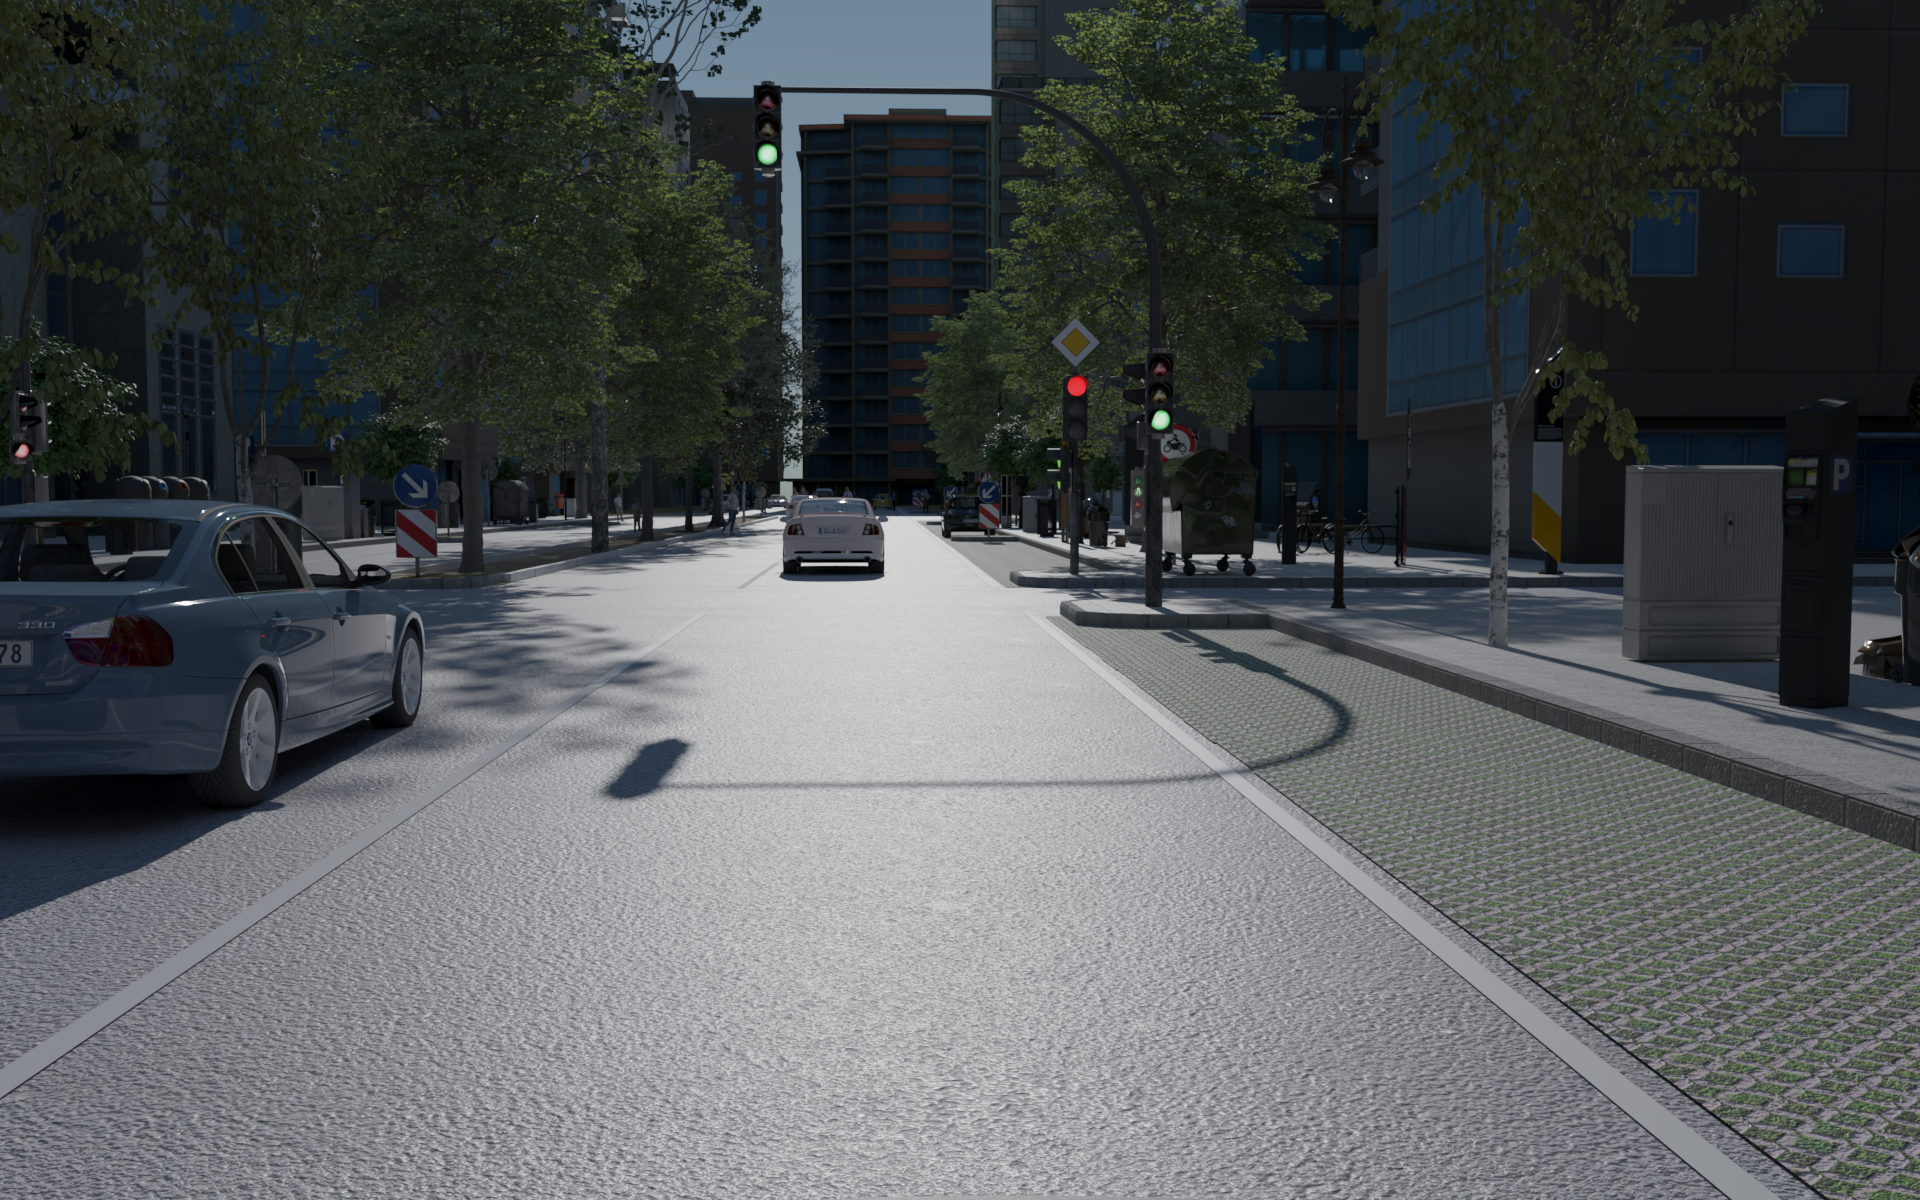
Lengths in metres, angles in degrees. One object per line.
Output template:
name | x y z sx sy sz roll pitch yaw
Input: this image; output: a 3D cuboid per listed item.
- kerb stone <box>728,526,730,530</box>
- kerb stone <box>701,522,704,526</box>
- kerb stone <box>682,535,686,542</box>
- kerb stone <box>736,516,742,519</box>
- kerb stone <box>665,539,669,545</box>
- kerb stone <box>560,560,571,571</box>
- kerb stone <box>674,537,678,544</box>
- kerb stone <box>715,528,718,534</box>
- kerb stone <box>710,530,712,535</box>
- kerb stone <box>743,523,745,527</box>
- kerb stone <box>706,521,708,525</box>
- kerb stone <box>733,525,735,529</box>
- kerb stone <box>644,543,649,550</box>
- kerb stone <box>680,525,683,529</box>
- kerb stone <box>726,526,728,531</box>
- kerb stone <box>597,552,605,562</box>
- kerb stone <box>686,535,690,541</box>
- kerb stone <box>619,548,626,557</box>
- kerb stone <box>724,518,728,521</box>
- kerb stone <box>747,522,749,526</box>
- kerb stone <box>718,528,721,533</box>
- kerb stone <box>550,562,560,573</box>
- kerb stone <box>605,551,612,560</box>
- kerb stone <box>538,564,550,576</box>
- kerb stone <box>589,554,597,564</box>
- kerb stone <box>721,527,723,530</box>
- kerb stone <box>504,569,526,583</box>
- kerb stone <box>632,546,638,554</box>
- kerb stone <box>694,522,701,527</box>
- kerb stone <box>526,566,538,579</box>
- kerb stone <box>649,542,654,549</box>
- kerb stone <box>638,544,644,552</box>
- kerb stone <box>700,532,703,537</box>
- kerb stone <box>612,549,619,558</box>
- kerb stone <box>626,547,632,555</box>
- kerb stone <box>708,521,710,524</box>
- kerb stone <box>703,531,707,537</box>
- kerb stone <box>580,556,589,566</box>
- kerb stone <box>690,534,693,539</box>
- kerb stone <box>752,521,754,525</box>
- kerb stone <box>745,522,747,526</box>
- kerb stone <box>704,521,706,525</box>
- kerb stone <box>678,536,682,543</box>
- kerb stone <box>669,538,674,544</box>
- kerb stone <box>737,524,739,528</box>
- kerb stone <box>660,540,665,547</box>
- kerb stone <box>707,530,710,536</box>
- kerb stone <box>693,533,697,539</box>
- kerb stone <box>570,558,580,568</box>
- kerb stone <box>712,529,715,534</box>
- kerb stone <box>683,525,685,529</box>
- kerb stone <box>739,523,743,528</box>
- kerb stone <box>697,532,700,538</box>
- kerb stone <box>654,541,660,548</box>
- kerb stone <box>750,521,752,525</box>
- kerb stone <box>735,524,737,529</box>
kerb stone | -9.129 -2.759 67.309 0.120 0.150 1.000 0 4 -3
kerb stone | -11.696 -3.382 77.486 0.120 0.150 1.000 0 4 -3
kerb stone | -8.412 -1.815 51.946 0.120 0.150 1.000 0 4 -3
kerb stone | -12.739 -4.759 100.003 0.120 0.150 1.000 0 4 -3
kerb stone | -8.226 -1.561 47.855 0.120 0.150 1.000 0 4 -3
kerb stone | -7.514 -0.628 32.529 0.120 0.150 1.000 0 4 -3
kerb stone | -8.320 -1.695 49.903 0.120 0.150 1.000 0 4 -3
kerb stone | -8.881 -2.446 62.193 0.120 0.150 1.000 0 4 -3
kerb stone | -8.794 -2.321 60.140 0.120 0.150 1.000 0 4 -3
kerb stone | -9.452 -3.198 74.475 0.120 0.150 1.000 0 4 -3
kerb stone | -11.789 -3.507 79.533 0.120 0.150 1.000 0 4 -3
kerb stone | -9.220 -2.884 69.356 0.120 0.150 1.000 0 4 -3
kerb stone | -8.044 -1.311 43.769 0.120 0.150 1.000 0 4 -3
kerb stone | -11.316 -2.880 69.291 0.120 0.150 1.000 0 4 -3
kerb stone | -9.088 -2.697 66.283 0.120 0.150 1.000 0 4 -3
kerb stone | -7.703 -0.882 36.621 0.120 0.150 1.000 0 4 -3
kerb stone | -8.461 -1.882 52.968 0.120 0.150 1.000 0 4 -3
kerb stone | -7.840 -1.070 39.685 0.120 0.150 1.000 0 4 -3
kerb stone | -12.408 -4.320 92.834 0.120 0.150 1.000 0 4 -3
kerb stone | -9.539 -3.318 76.518 0.120 0.150 1.000 0 4 -3
kerb stone | -8.934 -2.508 63.216 0.120 0.150 1.000 0 4 -3
kerb stone | -7.471 -0.567 31.496 0.120 0.150 1.000 0 4 -3
kerb stone | -7.757 -0.945 37.642 0.120 0.150 1.000 0 4 -3
kerb stone | -7.424 -0.505 30.473 0.120 0.150 1.000 0 4 -3
kerb stone | -7.661 -0.820 35.599 0.120 0.150 1.000 0 4 -3
kerb stone | -8.984 -2.570 64.242 0.120 0.150 1.000 0 4 -3
kerb stone | -7.324 -0.381 28.431 0.120 0.150 1.000 0 4 -3
kerb stone | -7.944 -1.194 41.726 0.120 0.150 1.000 0 4 -3
kerb stone | -11.643 -3.319 76.463 0.120 0.150 1.000 0 4 -3
kerb stone | -7.384 -0.444 29.452 0.120 0.150 1.000 0 4 -3
kerb stone | -8.093 -1.382 44.790 0.120 0.150 1.000 0 4 -3
kerb stone | -7.988 -1.252 42.748 0.120 0.150 1.000 0 4 -3
kerb stone | -8.648 -2.130 57.071 0.120 0.150 1.000 0 4 -3
kerb stone | -7.801 -1.006 38.663 0.120 0.150 1.000 0 4 -3
kerb stone | -7.892 -1.129 40.706 0.120 0.150 1.000 0 4 -3
kerb stone | -11.831 -3.560 80.566 0.120 0.150 1.000 0 4 -3
kerb stone | -8.693 -2.196 58.094 0.120 0.150 1.000 0 4 -3
kerb stone | -7.608 -0.757 34.579 0.120 0.150 1.000 0 4 -3
kerb stone | -8.521 -1.945 53.992 0.120 0.150 1.000 0 4 -3
kerb stone | -9.690 -3.510 79.583 0.120 0.150 1.000 0 4 -3
kerb stone | -9.503 -3.257 75.496 0.120 0.150 1.000 0 4 -3
kerb stone | -11.744 -3.444 78.512 0.120 0.150 1.000 0 4 -3
kerb stone | -8.369 -1.754 50.924 0.120 0.150 1.000 0 4 -3
kerb stone | -8.271 -1.631 48.876 0.120 0.150 1.000 0 4 -3
kerb stone | -9.307 -3.010 71.404 0.120 0.150 1.000 0 4 -3
kerb stone | -8.172 -1.507 46.834 0.120 0.150 1.000 0 4 -3
kerb stone | -8.734 -2.258 59.119 0.120 0.150 1.000 0 4 -3
kerb stone | -8.557 -1.998 55.023 0.120 0.150 1.000 0 4 -3
kerb stone | -7.570 -0.693 33.557 0.120 0.150 1.000 0 4 -3
kerb stone | -8.840 -2.379 61.171 0.120 0.150 1.000 0 4 -3
kerb stone | -11.367 -2.936 70.323 0.120 0.150 1.000 0 4 -3
kerb stone | -9.411 -3.135 73.451 0.120 0.150 1.000 0 4 -3
kerb stone | -8.607 -2.070 56.048 0.120 0.150 1.000 0 4 -3
kerb stone | -8.135 -1.442 45.811 0.120 0.150 1.000 0 4 -3
kerb stone | -9.644 -3.446 78.562 0.120 0.150 1.000 0 4 -3
kerb stone | -9.268 -2.947 70.377 0.120 0.150 1.000 0 4 -3
